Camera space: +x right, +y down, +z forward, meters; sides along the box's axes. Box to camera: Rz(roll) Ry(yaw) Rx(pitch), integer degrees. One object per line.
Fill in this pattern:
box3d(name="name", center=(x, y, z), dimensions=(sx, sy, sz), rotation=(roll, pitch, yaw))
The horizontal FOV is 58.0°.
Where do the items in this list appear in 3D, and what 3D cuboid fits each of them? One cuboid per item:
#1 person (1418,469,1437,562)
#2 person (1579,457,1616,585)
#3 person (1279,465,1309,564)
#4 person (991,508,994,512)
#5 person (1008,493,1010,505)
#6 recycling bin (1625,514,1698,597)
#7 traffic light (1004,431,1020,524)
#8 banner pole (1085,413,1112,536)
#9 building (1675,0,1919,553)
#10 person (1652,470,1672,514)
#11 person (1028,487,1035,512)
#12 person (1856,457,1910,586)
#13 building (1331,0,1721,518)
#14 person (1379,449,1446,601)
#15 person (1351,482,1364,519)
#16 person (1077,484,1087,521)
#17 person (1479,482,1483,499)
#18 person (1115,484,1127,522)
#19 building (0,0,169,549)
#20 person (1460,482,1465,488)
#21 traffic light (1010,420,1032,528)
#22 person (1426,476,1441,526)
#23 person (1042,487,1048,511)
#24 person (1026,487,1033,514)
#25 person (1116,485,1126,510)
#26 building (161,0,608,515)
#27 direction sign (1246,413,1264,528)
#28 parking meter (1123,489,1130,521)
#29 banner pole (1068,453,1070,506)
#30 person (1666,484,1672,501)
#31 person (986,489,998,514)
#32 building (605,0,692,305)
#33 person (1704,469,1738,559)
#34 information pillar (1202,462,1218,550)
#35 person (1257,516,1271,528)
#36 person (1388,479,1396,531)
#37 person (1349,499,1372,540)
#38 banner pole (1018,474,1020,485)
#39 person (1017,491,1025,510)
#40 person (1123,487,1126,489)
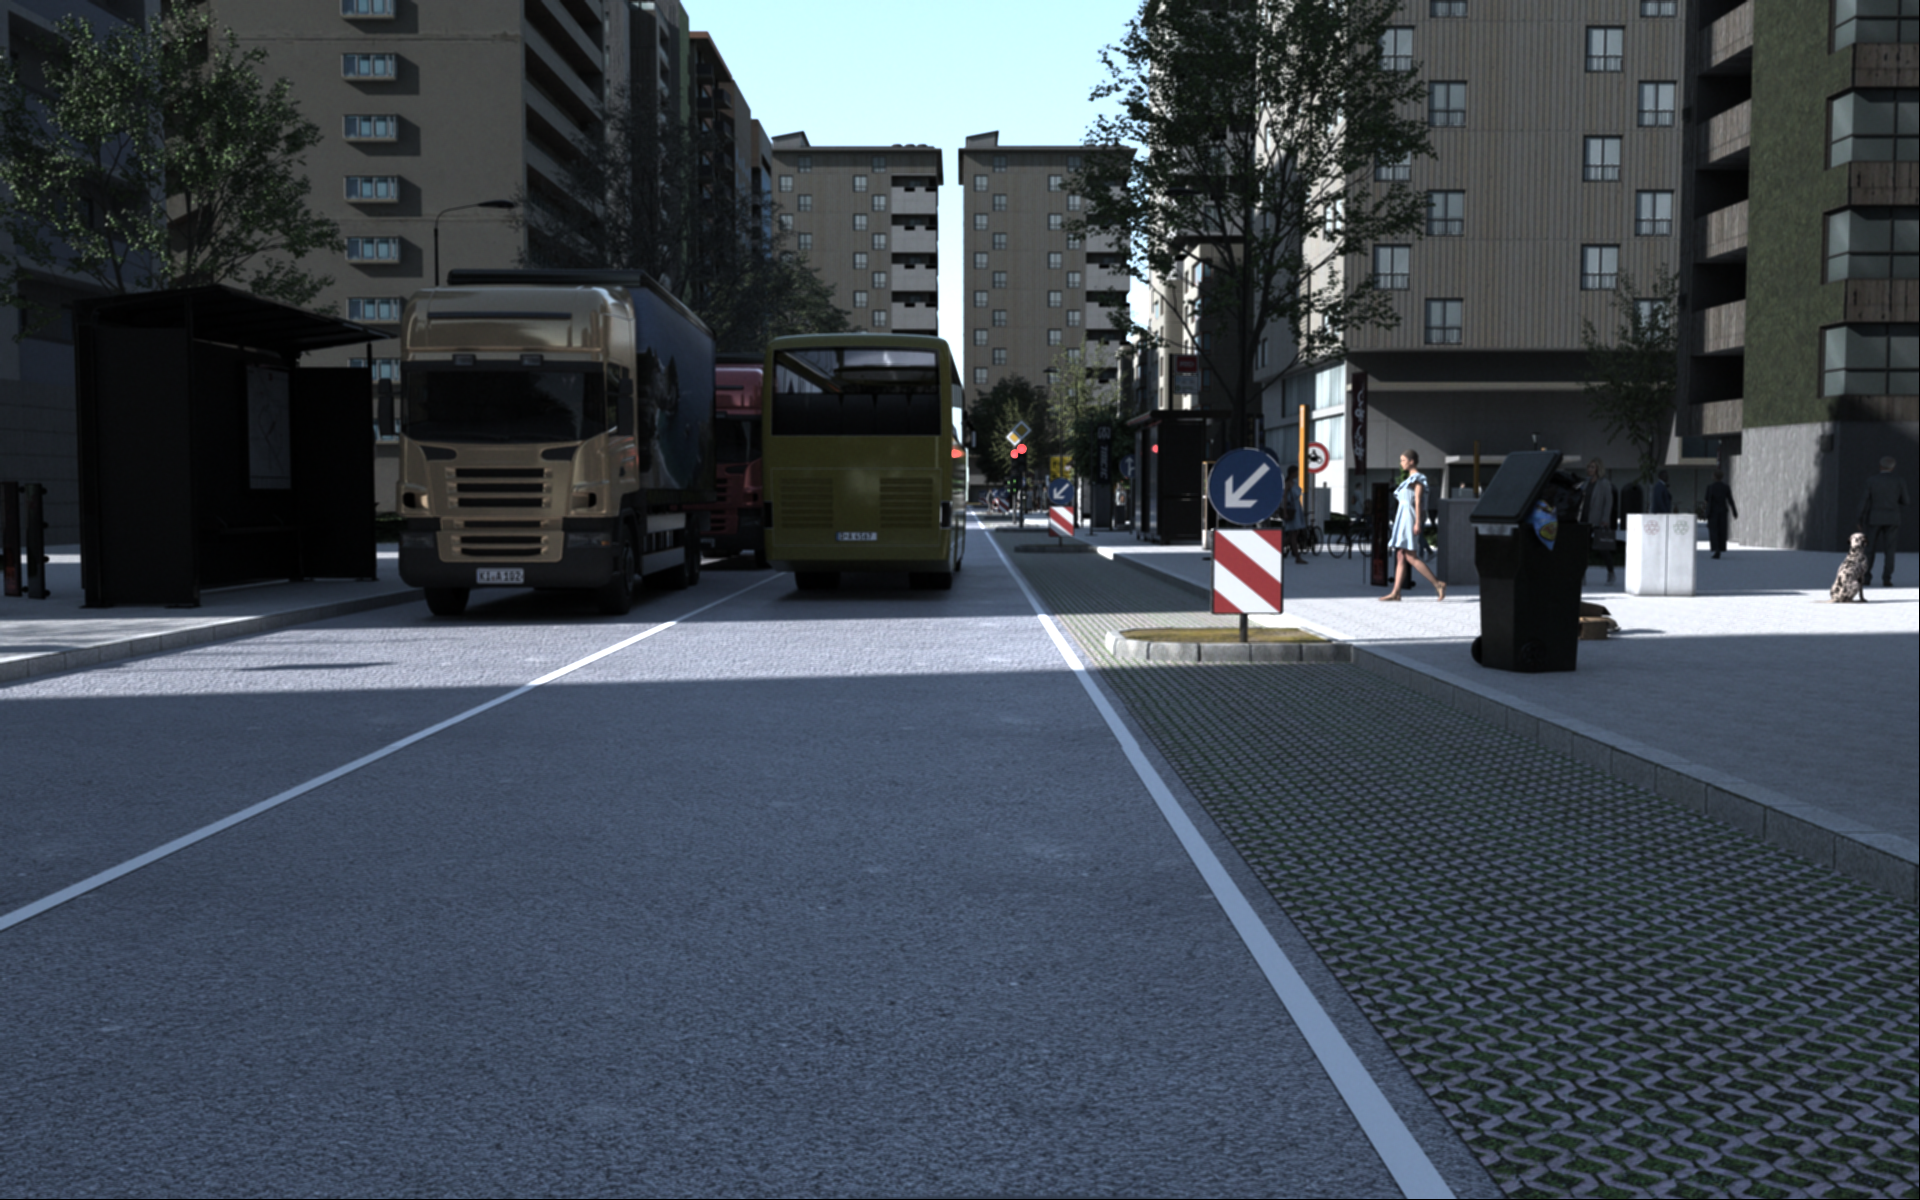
box3d(name="person", center=(8.666, -1.571, 32.400), dimensions=(0.598, 1.740, 0.731), rotation=(-1, 4, -18))
box3d(name="person", center=(8.942, -1.100, 24.214), dimensions=(0.728, 1.800, 0.709), rotation=(-2, 4, -24))
box3d(name="person", center=(6.050, -1.572, 31.840), dimensions=(0.778, 1.811, 0.616), rotation=(3, 5, 42))
box3d(name="person", center=(2.552, -7.448, 130.614), dimensions=(0.601, 1.785, 0.444), rotation=(-3, 4, -39))
box3d(name="person", center=(5.685, -11.786, 198.771), dimensions=(0.705, 1.821, 1.348), rotation=(1, 4, 16))
box3d(name="recycling bin", center=(8.893, -0.577, 21.984), dimensions=(0.722, 1.027, 0.722), rotation=(1, 4, 10))
box3d(name="traffic light", center=(2.304, -5.170, 73.450), dimensions=(0.839, 4.253, 0.868), rotation=(0, 3, 0))
box3d(name="banner pole", center=(4.307, -3.893, 53.666), dimensions=(0.863, 3.779, 0.401), rotation=(0, 4, -5))
box3d(name="building", center=(26.252, -16.650, 43.928), dimensions=(14.160, 30.474, 14.107), rotation=(0, 3, 0))
box3d(name="person", center=(15.474, -1.953, 38.165), dimensions=(0.419, 1.800, 0.721), rotation=(1, 4, 20))
box3d(name="person", center=(5.156, -7.358, 126.749), dimensions=(0.834, 1.777, 0.661), rotation=(-1, 4, -18))
box3d(name="person", center=(12.904, -1.102, 24.238), dimensions=(0.661, 1.801, 0.590), rotation=(1, 4, 21))
box3d(name="building", center=(32.275, -31.224, 99.756), dimensions=(27.495, 52.752, 28.713), rotation=(0, 3, 0))
box3d(name="person", center=(5.401, -0.887, 20.633), dimensions=(0.778, 1.811, 0.616), rotation=(1, 4, 17))
box3d(name="person", center=(14.019, -3.297, 60.950), dimensions=(0.522, 1.701, 0.512), rotation=(-1, 4, -9))
box3d(name="person", center=(5.865, -4.719, 83.406), dimensions=(0.583, 1.804, 0.606), rotation=(-1, 4, -14))
box3d(name="person", center=(22.887, -4.297, 76.421), dimensions=(0.853, 1.813, 0.709), rotation=(1, 4, 17))
box3d(name="person", center=(7.337, -4.452, 79.012), dimensions=(0.590, 1.801, 0.661), rotation=(1, 4, 12))
box3d(name="building", center=(-36.587, -30.679, 43.596), dimensions=(28.212, 58.520, 21.231), rotation=(0, 3, 0))
box3d(name="person", center=(22.676, -4.436, 78.589), dimensions=(0.620, 1.820, 0.660), rotation=(2, 4, 29))
box3d(name="traffic light", center=(2.303, -4.682, 65.464), dimensions=(0.839, 4.253, 0.868), rotation=(0, 3, 0))
box3d(name="person", center=(13.411, -2.636, 49.326), dimensions=(0.709, 1.800, 0.728), rotation=(-1, 4, -23))
box3d(name="person", center=(6.430, -7.687, 131.901), dimensions=(0.590, 1.801, 0.661), rotation=(-2, 4, -30))
box3d(name="person", center=(4.388, -6.261, 108.984), dimensions=(0.480, 1.755, 0.524), rotation=(-1, 4, -18))
box3d(name="person", center=(7.212, -4.309, 77.497), dimensions=(0.512, 1.701, 0.522), rotation=(-1, 4, -18))
box3d(name="building", center=(-32.487, -28.920, 96.540), dimensions=(21.300, 48.544, 21.600), rotation=(0, 3, 0))
box3d(name="direction sign", center=(8.290, -3.471, 48.749), dimensions=(0.379, 3.537, 0.876), rotation=(3, 5, 42))
box3d(name="parking meter", center=(7.908, -4.507, 82.094), dimensions=(0.372, 1.533, 0.369), rotation=(0, 3, 0))
box3d(name="banner pole", center=(6.590, -6.838, 101.820), dimensions=(0.863, 3.779, 0.401), rotation=(-3, 4, -36))
box3d(name="person", center=(28.490, -3.764, 69.846), dimensions=(0.447, 1.846, 0.655), rotation=(1, 4, 18))
box3d(name="person", center=(2.170, -6.901, 121.445), dimensions=(0.853, 1.813, 0.709), rotation=(2, 4, 28))
box3d(name="building", center=(-29.622, -27.851, 138.961), dimensions=(14.154, 41.232, 14.086), rotation=(0, 3, 0))
box3d(name="person", center=(15.095, -1.709, 34.407), dimensions=(0.576, 1.772, 0.534), rotation=(-1, 4, -16))
box3d(name="information pillar", center=(5.729, -2.149, 39.625), dimensions=(0.304, 2.012, 0.304), rotation=(0, 4, -7))
box3d(name="person", center=(7.273, -2.198, 41.784), dimensions=(0.655, 1.846, 0.447), rotation=(-2, 4, -34))
box3d(name="person", center=(14.855, -3.283, 59.821), dimensions=(0.767, 1.812, 0.694), rotation=(0, 3, 0))
box3d(name="person", center=(11.415, -2.235, 48.077), dimensions=(1.012, 1.151, 0.738), rotation=(3, 5, 40))
box3d(name="banner pole", center=(4.229, -8.193, 123.969), dimensions=(0.863, 3.779, 0.401), rotation=(1, 4, 17))
box3d(name="person", center=(4.809, -7.971, 136.248), dimensions=(0.514, 1.842, 0.818), rotation=(-3, 4, -38))
box3d(name="person", center=(11.584, -7.117, 122.976), dimensions=(0.480, 1.755, 0.524), rotation=(3, 4, 38))
